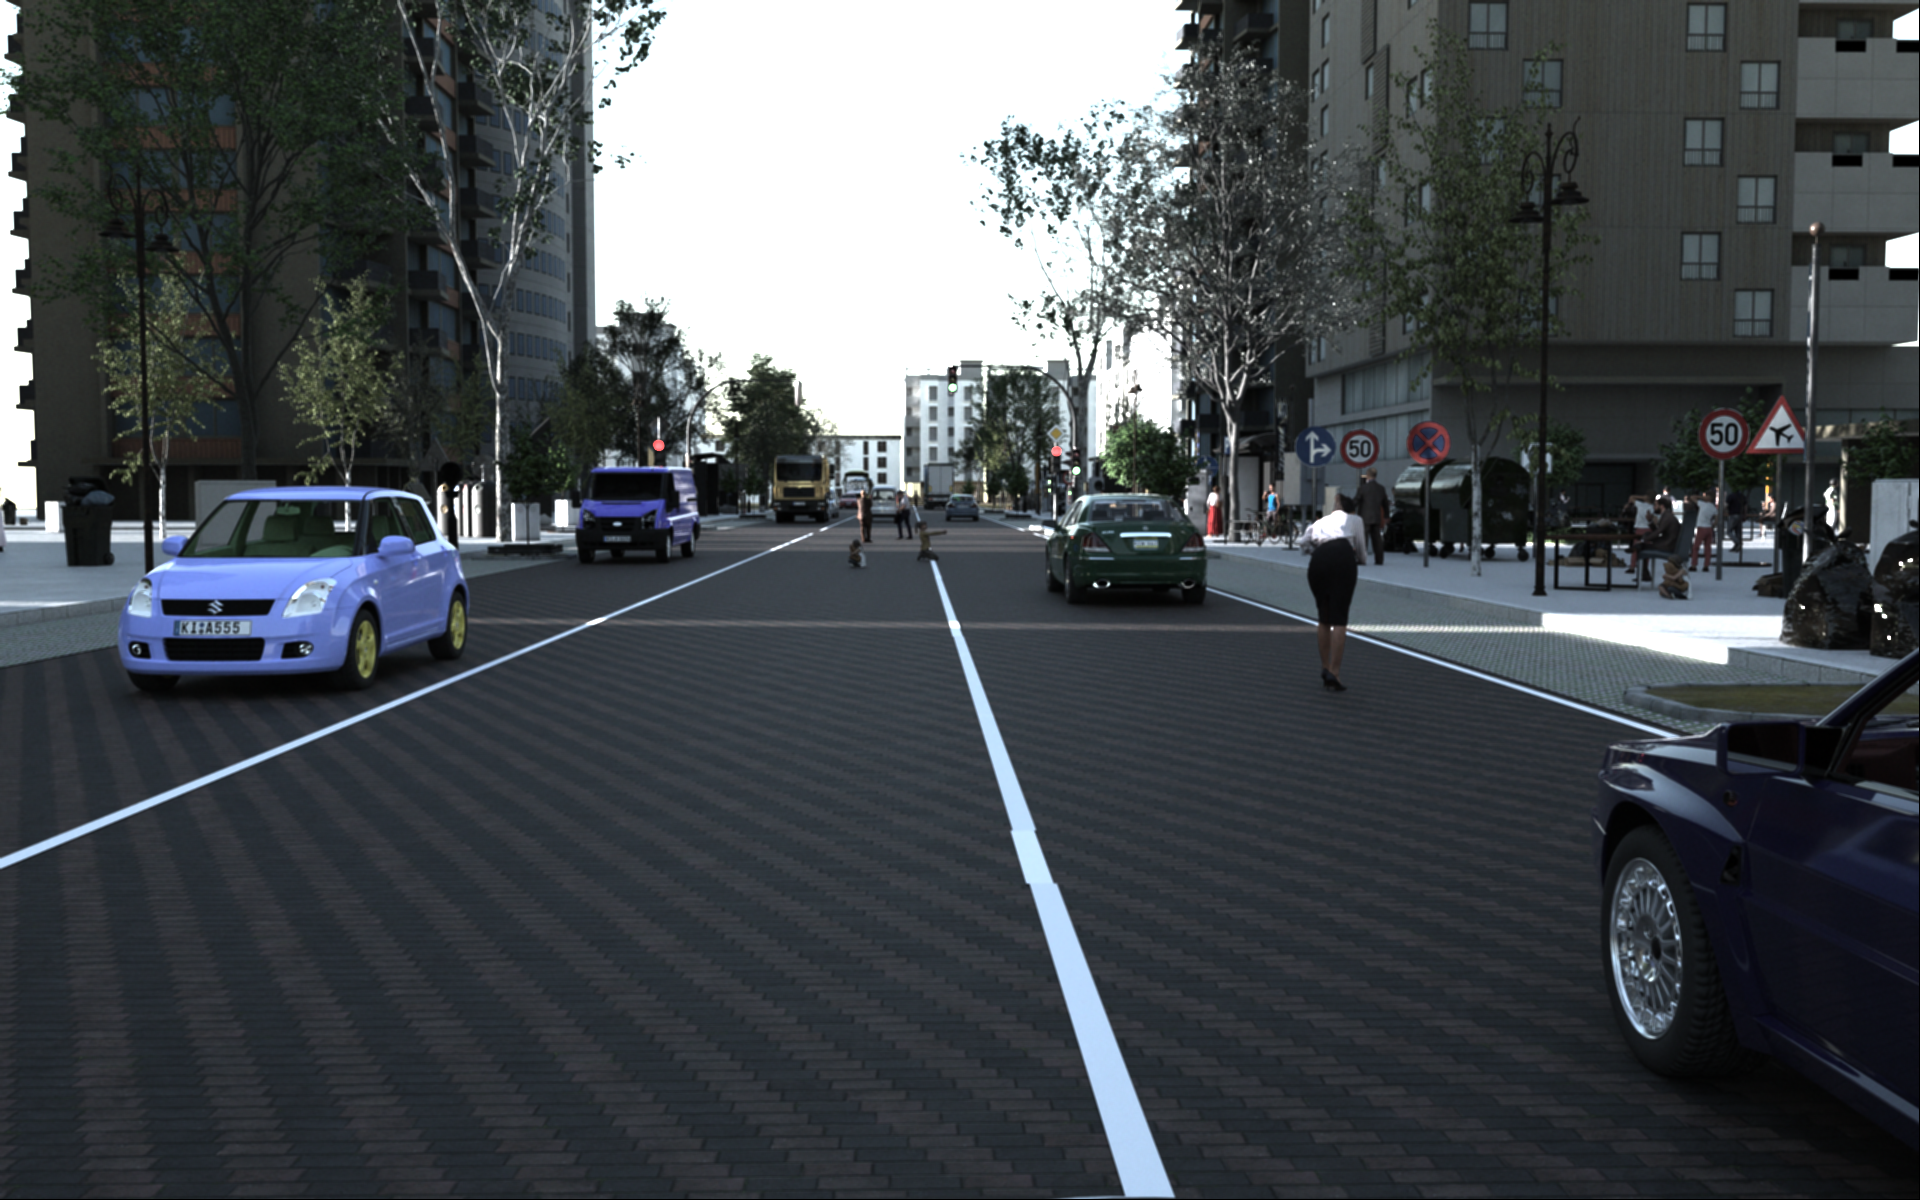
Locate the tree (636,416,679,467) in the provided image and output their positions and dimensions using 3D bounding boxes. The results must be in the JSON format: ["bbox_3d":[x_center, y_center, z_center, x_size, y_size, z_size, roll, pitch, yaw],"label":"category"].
[{"bbox_3d":[-24.485,-11.425,137.163,4.360,8.622,3.978,0,3,0],"label":"tree"}]

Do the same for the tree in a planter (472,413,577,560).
[{"bbox_3d":[-9.561,-2.509,38.237,1.991,3.239,1.994,0,4,-2],"label":"tree in a planter"}]

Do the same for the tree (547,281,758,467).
[{"bbox_3d":[-13.064,-8.638,75.643,8.767,10.594,7.601,-1,4,-19],"label":"tree"}]

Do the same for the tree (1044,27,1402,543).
[{"bbox_3d":[7.237,-8.283,45.794,12.009,13.543,11.850,0,3,0],"label":"tree"}]

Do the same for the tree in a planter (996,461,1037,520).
[{"bbox_3d":[3.136,-5.931,94.193,1.991,3.239,1.994,0,4,-2],"label":"tree in a planter"}]

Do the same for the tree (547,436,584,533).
[{"bbox_3d":[-13.417,-3.868,57.849,1.663,3.219,1.824,0,3,0],"label":"tree"}]

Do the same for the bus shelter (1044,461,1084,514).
[{"bbox_3d":[6.483,-7.020,108.696,2.014,3.302,5.546,0,4,-2],"label":"bus shelter"}]

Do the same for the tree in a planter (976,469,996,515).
[{"bbox_3d":[2.355,-7.578,121.125,1.991,3.239,1.994,0,4,-2],"label":"tree in a planter"}]

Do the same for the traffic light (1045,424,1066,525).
[{"bbox_3d":[3.812,-4.908,69.163,0.839,4.253,0.868,0,4,-2],"label":"traffic light"}]

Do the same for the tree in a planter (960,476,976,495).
[{"bbox_3d":[0.887,-10.692,172.036,1.991,3.239,1.994,0,4,-2],"label":"tree in a planter"}]

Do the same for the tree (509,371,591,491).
[{"bbox_3d":[-24.884,-9.316,102.672,4.360,8.622,3.978,0,3,0],"label":"tree"}]

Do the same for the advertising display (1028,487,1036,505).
[{"bbox_3d":[6.018,-8.521,144.524,0.123,1.923,0.974,-2,4,-33],"label":"advertising display"}]

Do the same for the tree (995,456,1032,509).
[{"bbox_3d":[4.535,-10.249,151.292,4.285,4.588,4.351,0,3,0],"label":"tree"}]

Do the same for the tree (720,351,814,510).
[{"bbox_3d":[-15.509,-13.465,138.276,7.486,12.596,7.792,0,3,0],"label":"tree"}]

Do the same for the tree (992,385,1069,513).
[{"bbox_3d":[5.479,-10.157,116.431,4.737,8.622,4.395,0,3,0],"label":"tree"}]

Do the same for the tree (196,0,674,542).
[{"bbox_3d":[-13.414,-11.674,46.762,12.611,20.169,13.585,0,3,0],"label":"tree"}]

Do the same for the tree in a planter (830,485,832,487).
[{"bbox_3d":[-13.376,-10.602,170.566,1.991,3.239,1.994,0,4,-2],"label":"tree in a planter"}]

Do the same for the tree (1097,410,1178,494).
[{"bbox_3d":[7.087,-5.169,68.221,4.285,4.588,4.351,0,3,0],"label":"tree"}]

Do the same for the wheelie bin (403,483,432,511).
[{"bbox_3d":[-15.790,-2.584,50.158,0.693,1.594,0.980,1,4,23],"label":"wheelie bin"}]

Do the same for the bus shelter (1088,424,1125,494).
[{"bbox_3d":[8.455,-7.327,97.427,2.179,5.291,8.768,0,4,-2],"label":"bus shelter"}]

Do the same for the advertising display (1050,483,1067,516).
[{"bbox_3d":[5.721,-5.823,100.426,0.974,1.923,0.123,2,4,25],"label":"advertising display"}]

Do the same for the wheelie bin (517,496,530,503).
[{"bbox_3d":[-14.946,-3.090,58.437,0.980,1.594,0.693,2,4,32],"label":"wheelie bin"}]

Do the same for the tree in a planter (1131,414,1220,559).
[{"bbox_3d":[4.724,-2.555,38.995,1.991,3.239,1.994,0,4,-2],"label":"tree in a planter"}]

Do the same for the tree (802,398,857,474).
[{"bbox_3d":[-18.122,-18.794,217.644,12.009,13.543,11.850,0,3,0],"label":"tree"}]

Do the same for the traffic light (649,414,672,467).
[{"bbox_3d":[-10.492,-4.393,60.748,0.839,4.253,0.868,0,4,-2],"label":"traffic light"}]

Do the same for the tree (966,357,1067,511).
[{"bbox_3d":[4.289,-12.565,131.194,9.928,11.665,9.643,0,3,0],"label":"tree"}]

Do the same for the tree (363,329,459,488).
[{"bbox_3d":[-24.240,-7.711,76.441,4.360,8.622,3.978,0,3,0],"label":"tree"}]

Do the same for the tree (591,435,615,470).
[{"bbox_3d":[-25.368,-10.339,119.409,4.360,8.622,3.978,0,3,0],"label":"tree"}]

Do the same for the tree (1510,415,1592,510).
[{"bbox_3d":[24.494,-5.388,71.801,4.285,4.588,4.351,0,3,0],"label":"tree"}]

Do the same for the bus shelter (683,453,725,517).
[{"bbox_3d":[-14.928,-6.720,101.153,1.731,3.624,6.357,0,4,-2],"label":"bus shelter"}]

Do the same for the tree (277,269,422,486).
[{"bbox_3d":[-20.226,-6.517,56.914,4.737,8.622,4.395,0,3,0],"label":"tree"}]

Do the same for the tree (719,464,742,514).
[{"bbox_3d":[-14.768,-7.160,111.671,1.663,3.219,1.824,0,3,0],"label":"tree"}]

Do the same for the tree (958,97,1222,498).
[{"bbox_3d":[6.941,-13.765,80.940,12.611,20.169,13.585,0,3,0],"label":"tree"}]

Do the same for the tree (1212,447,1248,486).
[{"bbox_3d":[16.384,-7.279,102.731,4.285,4.588,4.351,0,3,0],"label":"tree"}]

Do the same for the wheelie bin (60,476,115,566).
[{"bbox_3d":[-15.586,-1.411,30.976,0.980,1.594,0.693,0,4,5],"label":"wheelie bin"}]

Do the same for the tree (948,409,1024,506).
[{"bbox_3d":[3.395,-15.359,185.531,7.601,10.594,8.767,-2,4,-33],"label":"tree"}]

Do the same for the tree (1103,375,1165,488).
[{"bbox_3d":[10.710,-9.671,108.484,4.737,8.622,4.395,0,3,0],"label":"tree"}]

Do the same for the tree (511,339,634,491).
[{"bbox_3d":[-18.288,-8.123,83.181,4.737,8.622,4.395,0,3,0],"label":"tree"}]

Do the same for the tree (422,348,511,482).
[{"bbox_3d":[-24.616,-8.321,86.413,4.737,8.622,4.395,0,3,0],"label":"tree"}]

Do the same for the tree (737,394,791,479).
[{"bbox_3d":[-14.665,-10.874,128.152,4.360,8.622,3.978,0,3,0],"label":"tree"}]

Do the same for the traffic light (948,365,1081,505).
[{"bbox_3d":[1.954,-5.279,60.980,4.771,5.953,1.251,0,4,-2],"label":"traffic light"}]

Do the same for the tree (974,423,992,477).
[{"bbox_3d":[3.504,-12.844,160.355,4.737,8.622,4.395,0,3,0],"label":"tree"}]

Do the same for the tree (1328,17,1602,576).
[{"bbox_3d":[7.944,-4.669,26.703,4.737,8.622,4.395,0,3,0],"label":"tree"}]

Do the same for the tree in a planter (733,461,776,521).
[{"bbox_3d":[-11.146,-5.884,93.418,1.991,3.239,1.994,0,4,-2],"label":"tree in a planter"}]

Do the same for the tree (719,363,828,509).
[{"bbox_3d":[-16.422,-14.368,151.928,9.611,12.733,9.660,0,3,0],"label":"tree"}]

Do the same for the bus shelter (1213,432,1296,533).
[{"bbox_3d":[10.153,-4.009,59.478,2.014,3.302,5.546,0,4,-2],"label":"bus shelter"}]

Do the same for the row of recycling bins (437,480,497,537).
[{"bbox_3d":[-14.872,-2.784,52.639,1.069,1.692,3.534,-3,4,-38],"label":"row of recycling bins"}]

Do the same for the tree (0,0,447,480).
[{"bbox_3d":[-12.810,-6.426,30.822,9.928,11.665,9.643,0,3,0],"label":"tree"}]

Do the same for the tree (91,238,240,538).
[{"bbox_3d":[-23.192,-6.114,50.333,4.737,8.622,4.395,0,3,0],"label":"tree"}]
